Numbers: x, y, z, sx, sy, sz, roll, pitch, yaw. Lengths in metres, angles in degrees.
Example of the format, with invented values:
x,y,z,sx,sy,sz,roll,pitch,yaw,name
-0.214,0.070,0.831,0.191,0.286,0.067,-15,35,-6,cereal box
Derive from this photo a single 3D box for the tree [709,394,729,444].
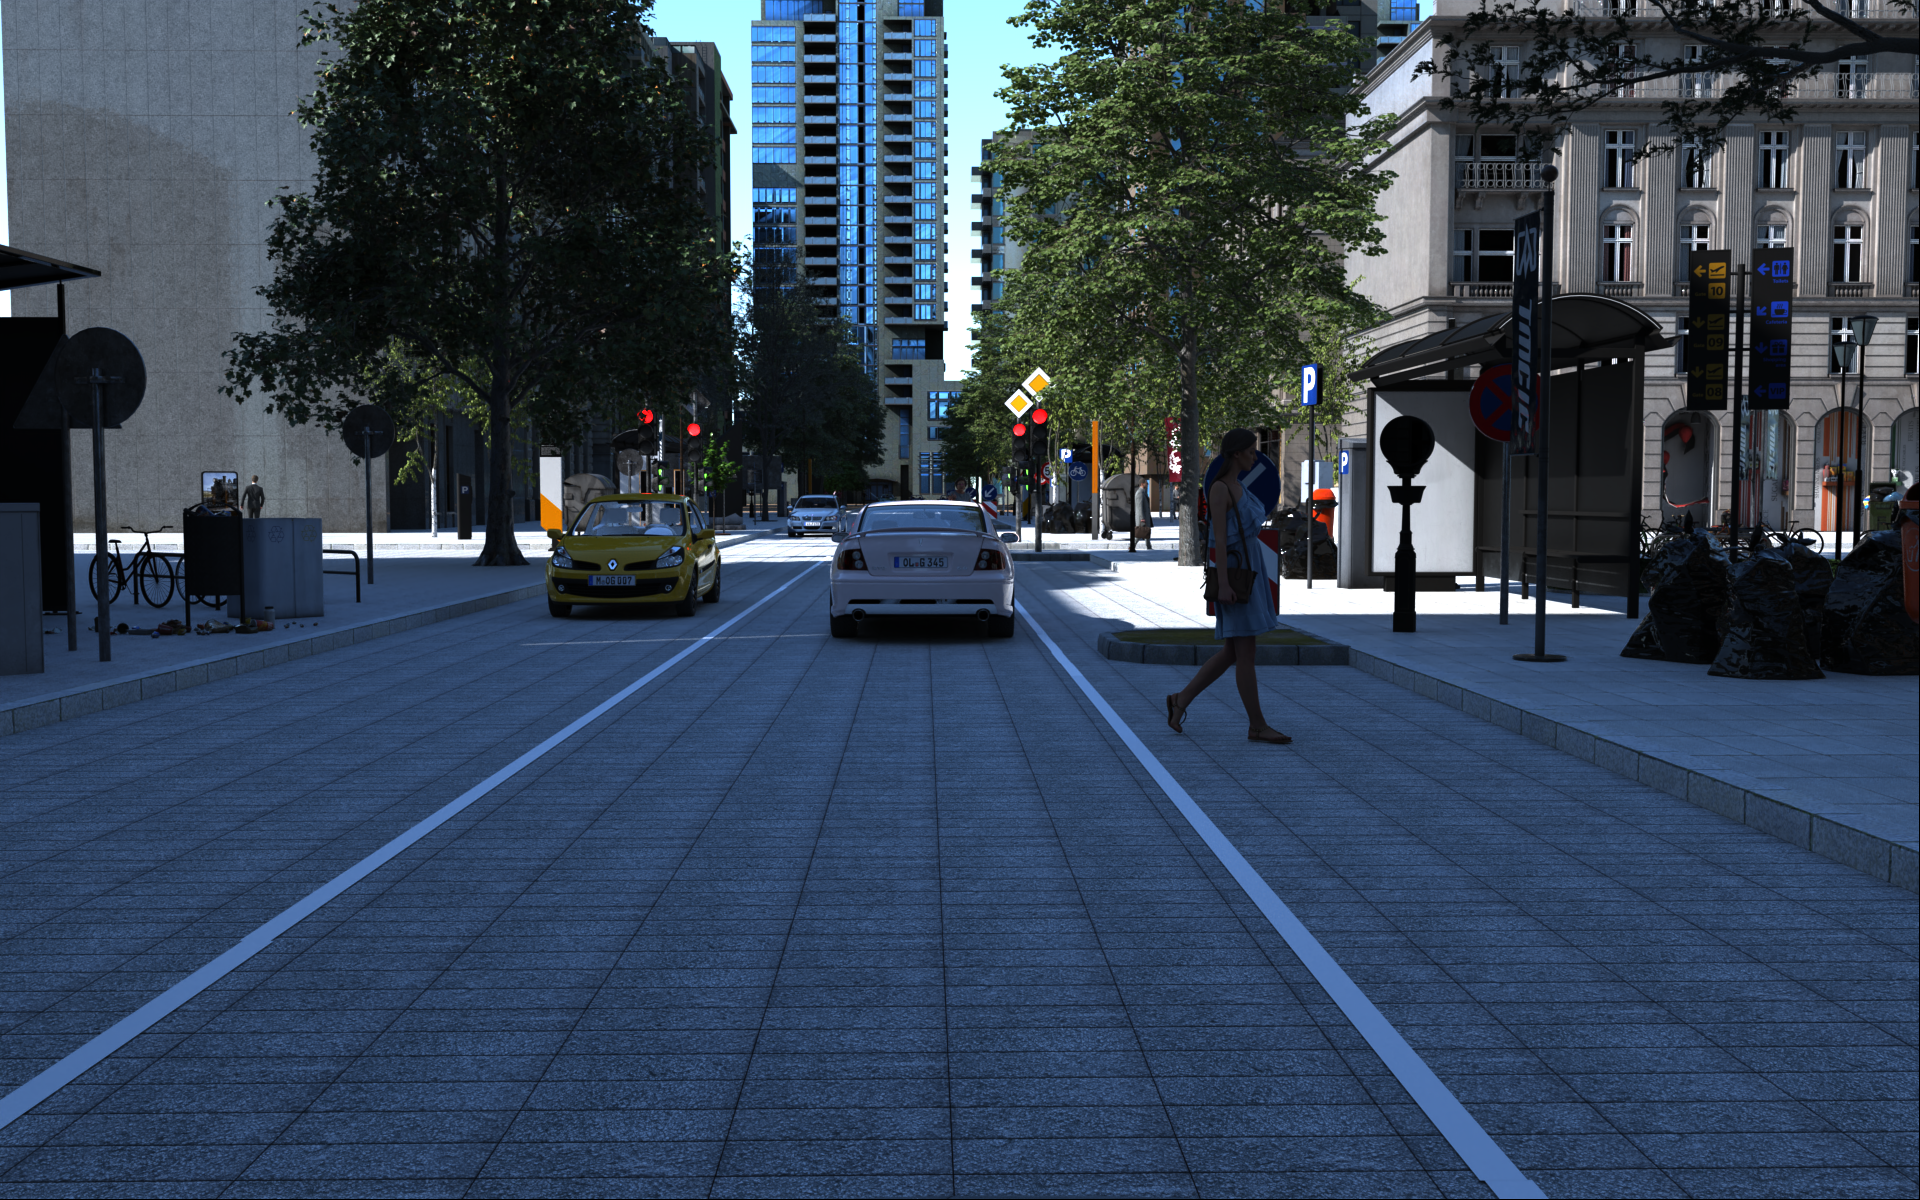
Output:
x,y,z,sx,sy,sz,roll,pitch,yaw,name
-17.531,-10.307,118.887,4.360,8.622,3.978,0,3,0,tree

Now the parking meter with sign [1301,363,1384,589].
x,y,z,sx,sy,sz,roll,pitch,yaw,name
5.549,-1.668,23.532,1.738,3.016,0.543,-1,4,-11,parking meter with sign

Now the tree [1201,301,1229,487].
x,y,z,sx,sy,sz,roll,pitch,yaw,name
8.822,-6.910,63.345,4.737,8.622,4.395,0,3,0,tree

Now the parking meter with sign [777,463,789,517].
x,y,z,sx,sy,sz,roll,pitch,yaw,name
-9.956,-6.166,97.082,0.543,3.016,1.738,0,4,7,parking meter with sign

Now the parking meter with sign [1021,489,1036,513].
x,y,z,sx,sy,sz,roll,pitch,yaw,name
4.835,-7.524,119.273,1.738,3.016,0.543,0,4,-3,parking meter with sign

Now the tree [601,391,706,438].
x,y,z,sx,sy,sz,roll,pitch,yaw,name
-12.564,-7.341,70.389,4.737,8.622,4.395,0,3,0,tree

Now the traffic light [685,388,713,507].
x,y,z,sx,sy,sz,roll,pitch,yaw,name
-7.009,-3.497,46.090,0.839,4.253,0.868,0,4,-1,traffic light

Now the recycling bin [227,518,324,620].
x,y,z,sx,sy,sz,roll,pitch,yaw,name
-7.153,-0.338,18.079,0.722,1.027,0.722,3,4,38,recycling bin

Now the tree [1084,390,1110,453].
x,y,z,sx,sy,sz,roll,pitch,yaw,name
9.961,-9.178,100.425,4.360,8.622,3.978,0,3,0,tree

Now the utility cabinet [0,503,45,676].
x,y,z,sx,sy,sz,roll,pitch,yaw,name
-7.030,-0.060,12.137,1.020,1.237,0.306,-3,5,-44,utility cabinet

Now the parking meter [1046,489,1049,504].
x,y,z,sx,sy,sz,roll,pitch,yaw,name
4.075,-4.271,78.248,0.372,1.533,0.369,0,3,0,parking meter

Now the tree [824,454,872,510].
x,y,z,sx,sy,sz,roll,pitch,yaw,name
-9.575,-9.704,142.377,4.285,4.588,4.351,0,3,0,tree

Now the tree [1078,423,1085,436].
x,y,z,sx,sy,sz,roll,pitch,yaw,name
9.044,-9.512,105.889,4.360,8.622,3.978,0,3,0,tree

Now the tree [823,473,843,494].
x,y,z,sx,sy,sz,roll,pitch,yaw,name
-9.769,-8.450,132.757,1.663,3.219,1.824,0,3,0,tree

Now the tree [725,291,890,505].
x,y,z,sx,sy,sz,roll,pitch,yaw,name
-9.856,-12.267,107.227,9.857,13.997,8.962,0,3,0,tree

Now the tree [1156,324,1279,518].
x,y,z,sx,sy,sz,roll,pitch,yaw,name
10.972,-7.296,69.646,4.360,8.622,3.978,0,3,0,tree

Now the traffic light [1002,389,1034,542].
x,y,z,sx,sy,sz,roll,pitch,yaw,name
1.550,-3.509,46.289,0.839,4.253,0.868,0,4,-1,traffic light

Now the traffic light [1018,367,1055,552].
x,y,z,sx,sy,sz,roll,pitch,yaw,name
1.721,-3.020,38.306,0.839,4.253,0.868,0,4,-1,traffic light

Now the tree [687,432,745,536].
x,y,z,sx,sy,sz,roll,pitch,yaw,name
-7.726,-3.633,53.994,1.663,3.219,1.824,0,3,0,tree

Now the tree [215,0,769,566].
x,y,z,sx,sy,sz,roll,pitch,yaw,name
-8.177,-6.969,30.954,9.611,12.733,9.660,0,3,0,tree

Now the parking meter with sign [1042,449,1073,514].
x,y,z,sx,sy,sz,roll,pitch,yaw,name
3.685,-4.248,65.713,0.543,3.016,1.738,2,4,28,parking meter with sign

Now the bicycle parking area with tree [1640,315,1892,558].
x,y,z,sx,sy,sz,roll,pitch,yaw,name
15.470,-2.657,30.449,9.016,4.147,8.231,3,4,37,bicycle parking area with tree

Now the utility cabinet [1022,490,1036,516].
x,y,z,sx,sy,sz,roll,pitch,yaw,name
4.101,-5.541,99.267,1.173,1.500,0.318,-3,5,-40,utility cabinet

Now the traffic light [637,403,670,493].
x,y,z,sx,sy,sz,roll,pitch,yaw,name
-6.838,-3.008,38.107,0.839,4.253,0.868,0,4,-1,traffic light

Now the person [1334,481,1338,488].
x,y,z,sx,sy,sz,roll,pitch,yaw,name
13.680,-3.477,63.079,0.728,1.800,0.709,-3,5,-41,person

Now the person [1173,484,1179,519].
x,y,z,sx,sy,sz,roll,pitch,yaw,name
11.092,-5.012,88.194,0.606,1.804,0.583,-3,5,-44,person

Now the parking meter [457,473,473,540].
x,y,z,sx,sy,sz,roll,pitch,yaw,name
-13.969,-2.639,48.865,0.399,1.863,0.255,-2,4,-26,parking meter

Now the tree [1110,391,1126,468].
x,y,z,sx,sy,sz,roll,pitch,yaw,name
10.726,-8.707,92.722,4.360,8.622,3.978,0,3,0,tree

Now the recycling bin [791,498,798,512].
x,y,z,sx,sy,sz,roll,pitch,yaw,name
-10.284,-5.916,109.286,0.722,1.027,0.722,-1,4,-12,recycling bin

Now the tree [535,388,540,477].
x,y,z,sx,sy,sz,roll,pitch,yaw,name
-15.729,-6.628,58.730,4.737,8.622,4.395,0,3,0,tree

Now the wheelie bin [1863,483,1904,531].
x,y,z,sx,sy,sz,roll,pitch,yaw,name
25.412,-2.432,47.675,0.980,1.594,0.693,2,4,27,wheelie bin

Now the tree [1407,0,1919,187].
x,y,z,sx,sy,sz,roll,pitch,yaw,name
5.287,-4.512,8.177,8.767,10.594,7.601,1,4,13,tree

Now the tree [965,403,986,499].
x,y,z,sx,sy,sz,roll,pitch,yaw,name
2.661,-9.905,112.304,4.737,8.622,4.395,0,3,0,tree

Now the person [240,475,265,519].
x,y,z,sx,sy,sz,roll,pitch,yaw,name
-21.149,-2.815,51.847,0.659,1.850,0.755,-1,4,-15,person

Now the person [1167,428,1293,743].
x,y,z,sx,sy,sz,roll,pitch,yaw,name
1.545,-0.088,10.031,0.778,1.811,0.616,2,4,28,person

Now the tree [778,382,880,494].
x,y,z,sx,sy,sz,roll,pitch,yaw,name
-9.477,-11.401,120.823,7.601,10.594,8.767,1,4,18,tree

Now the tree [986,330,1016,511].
x,y,z,sx,sy,sz,roll,pitch,yaw,name
3.545,-6.724,60.297,4.737,8.622,4.395,0,3,0,tree

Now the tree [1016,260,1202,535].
x,y,z,sx,sy,sz,roll,pitch,yaw,name
4.662,-6.314,53.604,4.737,8.622,4.395,0,3,0,tree

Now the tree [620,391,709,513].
x,y,z,sx,sy,sz,roll,pitch,yaw,name
-16.115,-8.604,91.032,4.360,8.622,3.978,0,3,0,tree

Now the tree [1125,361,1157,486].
x,y,z,sx,sy,sz,roll,pitch,yaw,name
11.139,-8.187,84.224,4.360,8.622,3.978,0,3,0,tree

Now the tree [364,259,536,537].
x,y,z,sx,sy,sz,roll,pitch,yaw,name
-15.837,-6.165,51.156,4.737,8.622,4.395,0,3,0,tree

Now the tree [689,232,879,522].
x,y,z,sx,sy,sz,roll,pitch,yaw,name
-9.012,-10.428,80.868,12.009,13.543,11.850,0,3,0,tree

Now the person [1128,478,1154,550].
x,y,z,sx,sy,sz,roll,pitch,yaw,name
4.424,-2.021,41.648,0.767,1.812,0.694,0,4,7,person

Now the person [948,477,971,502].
x,y,z,sx,sy,sz,roll,pitch,yaw,name
-0.054,-1.636,35.604,0.716,1.782,0.532,-2,4,-24,person

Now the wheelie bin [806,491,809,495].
x,y,z,sx,sy,sz,roll,pitch,yaw,name
-10.328,-6.547,114.957,0.693,1.594,0.980,-1,4,-19,wheelie bin

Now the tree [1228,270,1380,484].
x,y,z,sx,sy,sz,roll,pitch,yaw,name
11.727,-6.454,55.892,4.737,8.622,4.395,0,3,0,tree

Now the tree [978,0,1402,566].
x,y,z,sx,sy,sz,roll,pitch,yaw,name
3.905,-6.851,30.137,7.486,12.596,7.792,0,3,0,tree

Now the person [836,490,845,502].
x,y,z,sx,sy,sz,roll,pitch,yaw,name
-10.574,-8.849,151.442,1.217,1.743,0.721,-3,5,-40,person
